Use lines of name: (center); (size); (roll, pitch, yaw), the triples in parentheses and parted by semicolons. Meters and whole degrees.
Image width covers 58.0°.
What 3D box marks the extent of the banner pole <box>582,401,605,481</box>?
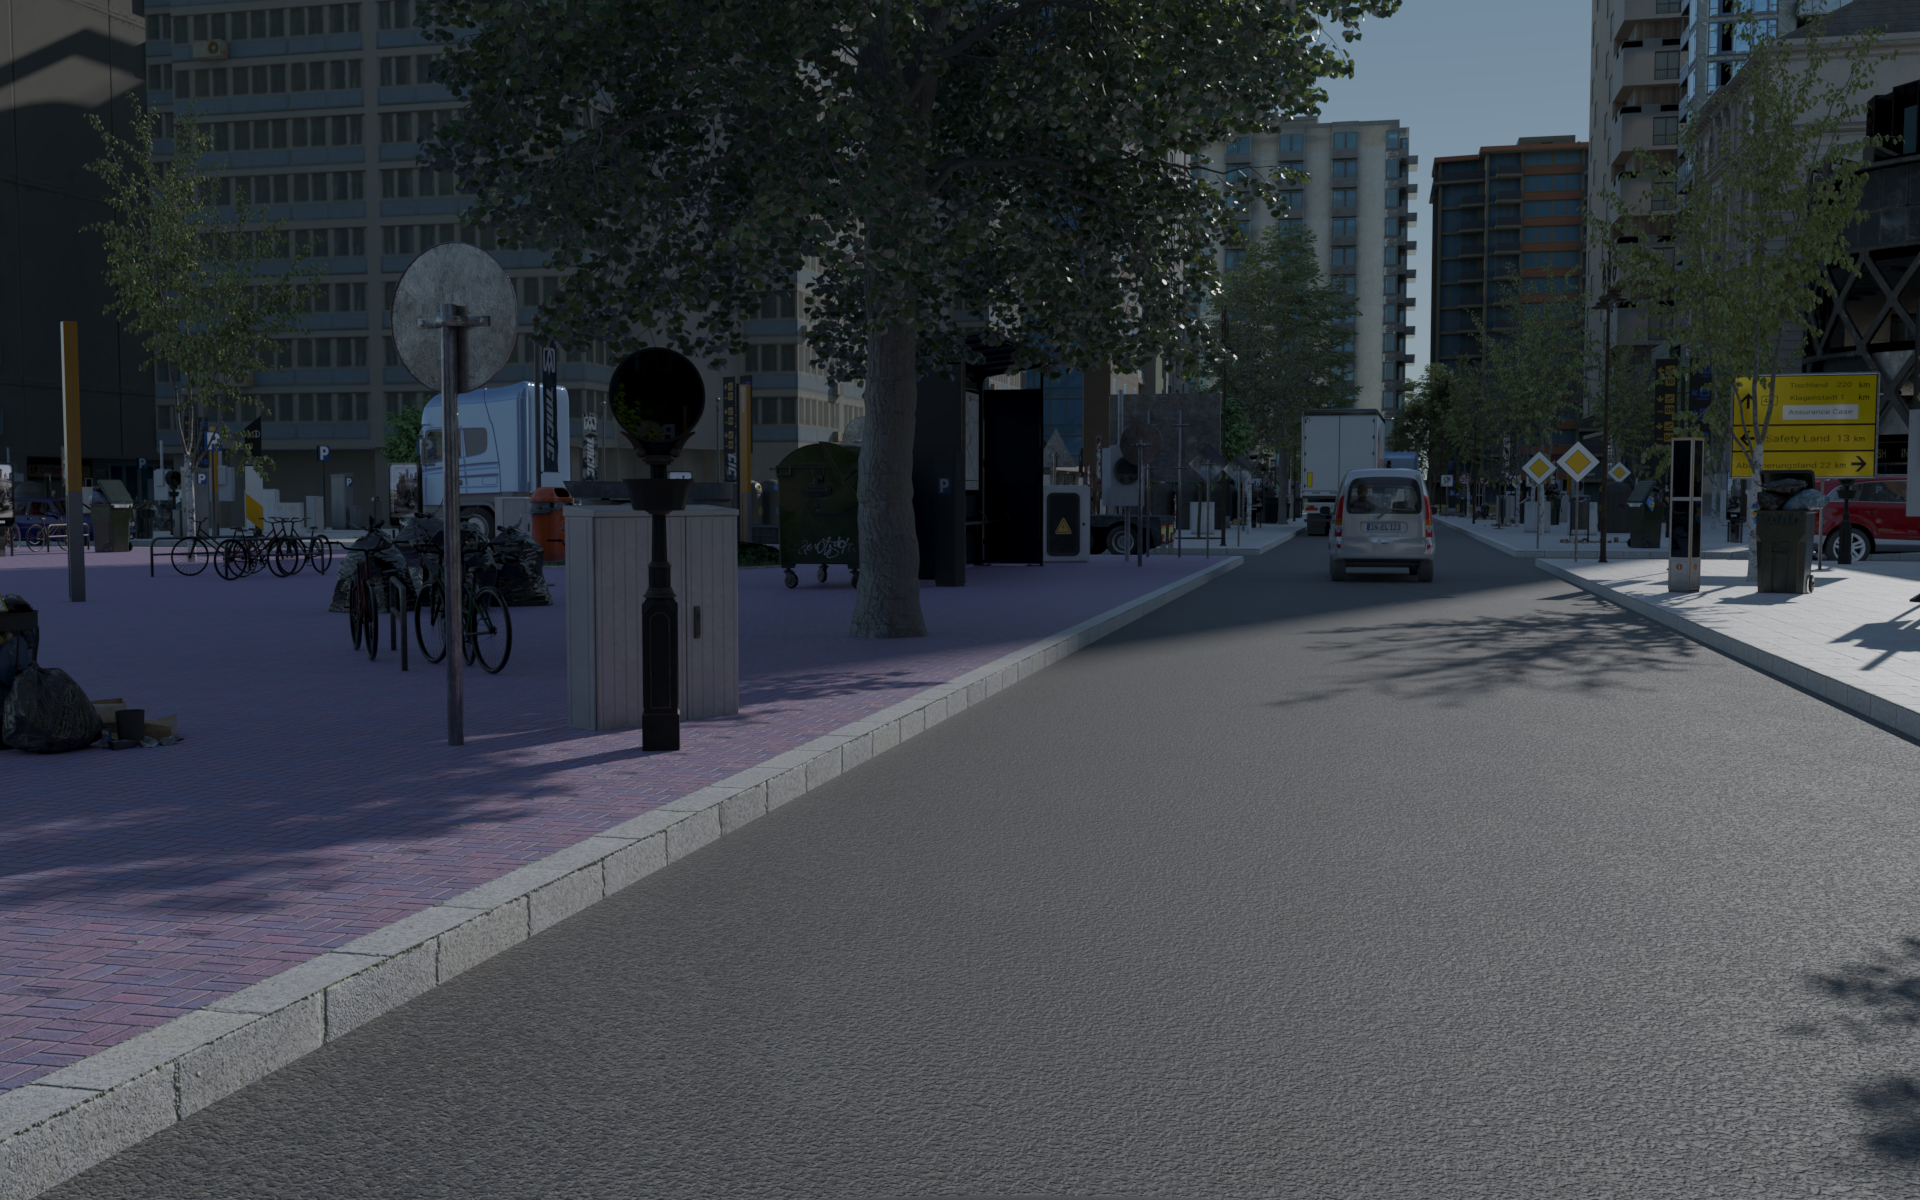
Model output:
banner pole: (-9.808, -3.465, 46.671); (0.863, 3.779, 0.401); (-3, 5, -40)

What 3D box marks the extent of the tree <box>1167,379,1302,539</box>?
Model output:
tree: (6.819, -4.025, 49.520); (4.285, 4.588, 4.351); (0, 3, 0)

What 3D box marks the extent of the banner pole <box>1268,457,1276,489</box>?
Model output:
banner pole: (19.816, -7.361, 110.376); (0.401, 3.779, 0.863); (-3, 5, -40)

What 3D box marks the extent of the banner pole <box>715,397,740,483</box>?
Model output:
banner pole: (-6.056, -3.359, 44.944); (0.863, 3.779, 0.401); (0, 4, 7)

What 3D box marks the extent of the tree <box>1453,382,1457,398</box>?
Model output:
tree: (21.499, -7.135, 67.016); (4.360, 8.622, 3.978); (0, 3, 0)

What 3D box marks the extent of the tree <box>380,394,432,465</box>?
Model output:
tree: (-17.531, -4.486, 57.060); (4.285, 4.588, 4.351); (0, 3, 0)

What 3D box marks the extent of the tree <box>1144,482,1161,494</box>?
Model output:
tree: (11.100, -6.437, 99.846); (1.663, 3.219, 1.824); (0, 3, 0)

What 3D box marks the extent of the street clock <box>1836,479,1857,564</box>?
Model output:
street clock: (16.179, -1.654, 31.618); (0.471, 2.002, 0.358); (3, 5, 42)

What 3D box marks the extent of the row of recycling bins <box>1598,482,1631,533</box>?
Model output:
row of recycling bins: (22.056, -3.129, 58.274); (1.069, 1.692, 3.534); (1, 4, 18)

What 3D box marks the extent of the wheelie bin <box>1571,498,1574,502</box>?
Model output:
wheelie bin: (35.516, -5.676, 100.703); (0.980, 1.594, 0.693); (3, 5, 41)

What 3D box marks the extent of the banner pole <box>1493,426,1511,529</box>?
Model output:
banner pole: (19.944, -4.497, 63.549); (0.863, 3.779, 0.401); (-3, 5, -41)

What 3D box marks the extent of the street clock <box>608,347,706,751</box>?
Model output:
street clock: (-1.506, -0.251, 8.677); (0.471, 2.002, 0.358); (-1, 4, -8)

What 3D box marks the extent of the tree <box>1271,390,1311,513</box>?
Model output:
tree: (22.666, -10.067, 114.953); (4.737, 8.622, 4.395); (0, 3, 0)

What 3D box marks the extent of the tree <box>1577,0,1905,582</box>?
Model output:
tree: (11.599, -4.591, 25.432); (4.737, 8.622, 4.395); (0, 3, 0)

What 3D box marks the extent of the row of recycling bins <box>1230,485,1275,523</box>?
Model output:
row of recycling bins: (12.272, -4.259, 76.751); (3.534, 1.692, 1.069); (2, 4, 30)

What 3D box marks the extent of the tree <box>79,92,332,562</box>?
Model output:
tree: (-14.280, -5.013, 32.317); (4.737, 8.622, 4.395); (0, 3, 0)

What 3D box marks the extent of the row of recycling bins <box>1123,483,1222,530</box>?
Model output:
row of recycling bins: (7.790, -3.396, 62.637); (3.534, 1.692, 1.069); (1, 4, 13)

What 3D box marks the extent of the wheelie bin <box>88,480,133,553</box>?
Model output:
wheelie bin: (-18.772, -1.854, 38.226); (0.693, 1.594, 0.980); (1, 4, 20)

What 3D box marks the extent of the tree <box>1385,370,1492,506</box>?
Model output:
tree: (35.655, -11.937, 129.583); (8.767, 10.594, 7.601); (-2, 4, -23)

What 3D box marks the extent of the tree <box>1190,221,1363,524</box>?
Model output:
tree: (13.235, -9.467, 72.917); (7.486, 12.596, 7.792); (0, 3, 0)

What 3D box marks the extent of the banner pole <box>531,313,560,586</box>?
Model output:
banner pole: (-5.815, -2.097, 24.302); (0.401, 3.779, 0.863); (1, 4, 13)

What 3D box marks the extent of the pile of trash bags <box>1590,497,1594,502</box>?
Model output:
pile of trash bags: (37.967, -6.016, 108.109); (3.447, 1.369, 1.912); (2, 4, 32)

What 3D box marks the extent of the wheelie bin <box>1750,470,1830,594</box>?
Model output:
wheelie bin: (10.752, -0.893, 22.502); (0.980, 1.594, 0.693); (3, 4, 36)

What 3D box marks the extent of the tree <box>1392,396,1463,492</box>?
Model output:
tree: (45.762, -14.873, 168.936); (9.928, 11.665, 9.643); (0, 3, 0)

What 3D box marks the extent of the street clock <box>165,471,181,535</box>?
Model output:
street clock: (-24.468, -3.018, 53.922); (0.358, 2.002, 0.471); (1, 4, 18)

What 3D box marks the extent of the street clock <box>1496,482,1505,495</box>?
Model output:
street clock: (29.760, -5.549, 95.301); (0.471, 2.002, 0.358); (-1, 4, -9)

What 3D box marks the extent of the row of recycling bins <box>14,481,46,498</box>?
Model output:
row of recycling bins: (-30.811, -3.028, 56.615); (1.069, 1.692, 3.534); (-3, 5, -42)

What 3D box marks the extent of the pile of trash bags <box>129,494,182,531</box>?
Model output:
pile of trash bags: (-28.642, -3.142, 61.125); (3.447, 1.369, 1.912); (2, 4, 27)

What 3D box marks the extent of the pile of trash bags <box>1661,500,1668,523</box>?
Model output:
pile of trash bags: (31.290, -4.165, 77.857); (3.447, 1.369, 1.912); (2, 4, 30)

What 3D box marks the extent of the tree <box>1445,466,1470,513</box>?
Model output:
tree: (33.702, -7.514, 117.449); (1.663, 3.219, 1.824); (0, 3, 0)

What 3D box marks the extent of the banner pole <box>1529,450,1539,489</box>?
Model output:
banner pole: (32.474, -6.591, 97.782); (0.863, 3.779, 0.401); (-1, 4, -21)

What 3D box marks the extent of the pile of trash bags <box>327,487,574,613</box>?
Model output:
pile of trash bags: (-5.565, -0.633, 20.100); (1.912, 1.369, 3.447); (1, 4, 21)

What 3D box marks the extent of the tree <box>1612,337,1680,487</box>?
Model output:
tree: (32.062, -8.057, 82.087); (4.360, 8.622, 3.978); (0, 3, 0)

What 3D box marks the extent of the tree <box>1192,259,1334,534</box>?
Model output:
tree: (9.442, -6.393, 54.894); (4.360, 8.622, 3.978); (0, 3, 0)

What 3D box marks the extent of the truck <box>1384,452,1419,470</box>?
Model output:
truck: (26.773, -7.083, 105.564); (2.967, 4.110, 18.799); (1, 4, 14)

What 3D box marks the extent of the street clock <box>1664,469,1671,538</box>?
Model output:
street clock: (20.876, -2.835, 50.931); (0.358, 2.002, 0.471); (1, 4, 14)

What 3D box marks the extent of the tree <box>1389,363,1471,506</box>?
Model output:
tree: (41.021, -14.142, 149.354); (7.486, 12.596, 7.792); (0, 3, 0)

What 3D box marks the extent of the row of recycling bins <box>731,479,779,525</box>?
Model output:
row of recycling bins: (-4.985, -2.574, 49.196); (3.534, 1.692, 1.069); (-3, 5, -42)

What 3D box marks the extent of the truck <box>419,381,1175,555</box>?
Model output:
truck: (-4.458, -3.124, 40.829); (18.799, 4.110, 2.967); (1, 4, 14)

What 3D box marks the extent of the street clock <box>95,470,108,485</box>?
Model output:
street clock: (-25.369, -2.855, 51.246); (0.358, 2.002, 0.471); (-1, 4, -9)

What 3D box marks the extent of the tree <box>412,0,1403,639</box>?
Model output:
tree: (-0.585, -6.651, 15.396); (9.857, 13.997, 8.962); (0, 3, 0)

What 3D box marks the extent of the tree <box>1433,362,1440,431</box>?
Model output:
tree: (26.189, -8.467, 88.801); (4.737, 8.622, 4.395); (0, 3, 0)

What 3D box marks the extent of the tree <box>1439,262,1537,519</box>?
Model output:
tree: (17.842, -6.313, 53.580); (4.737, 8.622, 4.395); (0, 3, 0)

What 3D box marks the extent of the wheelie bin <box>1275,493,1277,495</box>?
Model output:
wheelie bin: (19.443, -6.117, 107.923); (0.693, 1.594, 0.980); (0, 4, -1)

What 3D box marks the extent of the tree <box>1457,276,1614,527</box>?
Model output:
tree: (19.826, -6.683, 59.627); (4.360, 8.622, 3.978); (0, 3, 0)

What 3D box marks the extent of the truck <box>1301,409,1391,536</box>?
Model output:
truck: (13.969, -4.498, 62.457); (2.839, 4.237, 11.283); (1, 4, 15)
